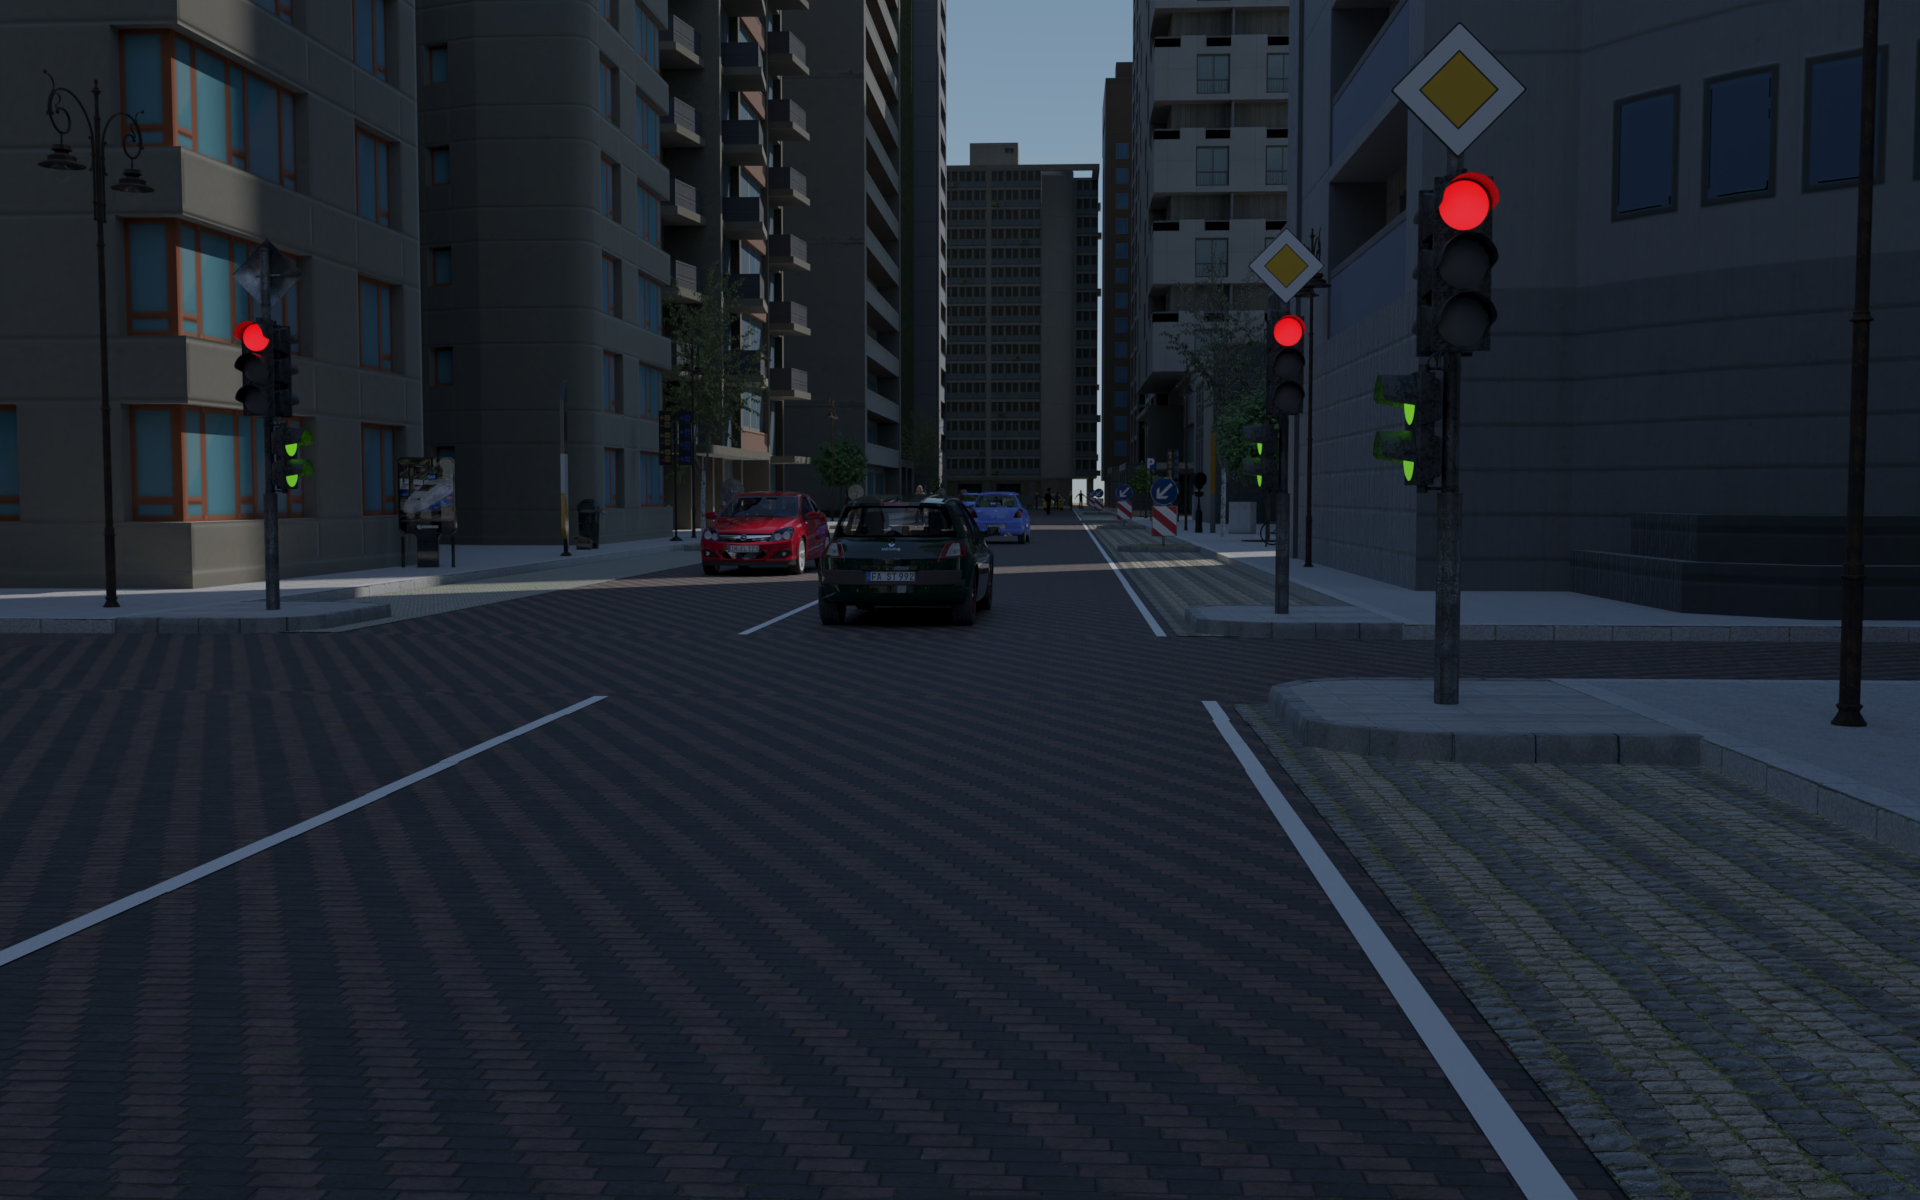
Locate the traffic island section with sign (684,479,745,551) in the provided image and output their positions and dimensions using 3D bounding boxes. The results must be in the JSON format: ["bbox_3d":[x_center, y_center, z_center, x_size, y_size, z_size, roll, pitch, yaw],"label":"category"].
[{"bbox_3d":[-5.843,-2.168,44.068,1.989,1.847,2.006,0,4,3],"label":"traffic island section with sign"}]

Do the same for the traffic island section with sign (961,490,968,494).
[{"bbox_3d":[0.390,-8.582,148.950,1.989,1.847,2.006,0,4,3],"label":"traffic island section with sign"}]

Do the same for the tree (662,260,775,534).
[{"bbox_3d":[-8.157,-6.433,55.536,4.737,8.622,4.395,0,3,0],"label":"tree"}]

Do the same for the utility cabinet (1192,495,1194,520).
[{"bbox_3d":[11.765,-4.581,86.058,0.306,1.237,1.020,1,4,18],"label":"utility cabinet"}]

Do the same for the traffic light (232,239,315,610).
[{"bbox_3d":[-7.608,-1.846,19.107,0.839,4.253,0.868,0,4,3],"label":"traffic light"}]

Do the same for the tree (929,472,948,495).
[{"bbox_3d":[-2.090,-9.348,147.442,1.663,3.219,1.824,0,3,0],"label":"tree"}]

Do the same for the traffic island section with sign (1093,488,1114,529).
[{"bbox_3d":[6.572,-3.797,70.714,1.989,1.847,2.006,0,4,3],"label":"traffic island section with sign"}]

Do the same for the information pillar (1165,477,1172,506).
[{"bbox_3d":[8.992,-4.297,74.740,0.304,2.012,0.304,1,4,10],"label":"information pillar"}]

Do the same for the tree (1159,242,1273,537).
[{"bbox_3d":[8.109,-6.189,51.547,4.360,8.622,3.978,0,3,0],"label":"tree"}]

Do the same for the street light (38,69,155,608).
[{"bbox_3d":[-9.625,-2.855,19.471,0.468,5.910,1.993,0,4,3],"label":"street light"}]

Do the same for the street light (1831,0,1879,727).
[{"bbox_3d":[4.937,-2.242,9.441,0.468,5.910,1.993,0,4,3],"label":"street light"}]

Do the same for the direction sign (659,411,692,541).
[{"bbox_3d":[-7.748,-3.375,47.178,0.876,3.537,0.379,-1,4,-13],"label":"direction sign"}]

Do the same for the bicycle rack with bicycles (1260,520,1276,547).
[{"bbox_3d":[8.630,-1.778,42.459,2.925,0.926,2.852,3,4,39],"label":"bicycle rack with bicycles"}]

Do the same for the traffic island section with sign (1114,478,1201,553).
[{"bbox_3d":[4.933,-2.111,43.137,1.989,1.847,2.006,0,4,3],"label":"traffic island section with sign"}]

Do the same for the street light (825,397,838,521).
[{"bbox_3d":[-5.967,-6.612,80.894,0.468,5.910,1.993,0,4,3],"label":"street light"}]

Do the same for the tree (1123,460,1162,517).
[{"bbox_3d":[10.447,-6.399,99.225,1.663,3.219,1.824,0,3,0],"label":"tree"}]

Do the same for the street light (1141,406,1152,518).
[{"bbox_3d":[9.819,-7.250,91.322,0.468,5.910,1.993,0,4,3],"label":"street light"}]

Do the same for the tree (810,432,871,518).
[{"bbox_3d":[-6.319,-6.626,92.054,4.285,4.588,4.351,0,3,0],"label":"tree"}]

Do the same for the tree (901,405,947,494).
[{"bbox_3d":[-2.928,-11.759,142.625,4.737,8.622,4.395,0,3,0],"label":"tree"}]

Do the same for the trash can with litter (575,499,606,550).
[{"bbox_3d":[-8.609,-1.765,40.250,0.624,1.170,1.055,0,4,-4],"label":"trash can with litter"}]

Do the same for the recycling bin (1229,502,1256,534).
[{"bbox_3d":[9.117,-2.650,55.875,0.722,1.027,0.722,2,4,27],"label":"recycling bin"}]

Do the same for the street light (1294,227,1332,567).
[{"bbox_3d":[6.127,-3.517,30.283,0.468,5.910,1.993,0,4,3],"label":"street light"}]

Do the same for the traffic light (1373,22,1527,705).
[{"bbox_3d":[2.961,-1.320,10.498,0.839,4.253,0.868,0,4,3],"label":"traffic light"}]

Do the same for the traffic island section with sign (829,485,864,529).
[{"bbox_3d":[-4.249,-3.813,70.976,1.989,1.847,2.006,0,4,3],"label":"traffic island section with sign"}]

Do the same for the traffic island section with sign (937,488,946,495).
[{"bbox_3d":[-1.242,-6.903,121.498,1.989,1.847,2.006,0,4,3],"label":"traffic island section with sign"}]

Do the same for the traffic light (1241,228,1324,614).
[{"bbox_3d":[3.434,-1.807,18.469,0.839,4.253,0.868,0,4,3],"label":"traffic light"}]

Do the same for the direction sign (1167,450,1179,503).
[{"bbox_3d":[10.844,-5.891,88.312,0.876,3.537,0.379,-3,5,-42],"label":"direction sign"}]

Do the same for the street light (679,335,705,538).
[{"bbox_3d":[-7.780,-4.751,50.460,0.468,5.910,1.993,0,4,3],"label":"street light"}]

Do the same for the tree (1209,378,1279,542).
[{"bbox_3d":[8.429,-3.858,46.788,4.285,4.588,4.351,0,3,0],"label":"tree"}]

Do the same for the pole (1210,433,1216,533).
[{"bbox_3d":[8.318,-3.857,56.900,0.158,3.312,0.155,0,3,0],"label":"pole"}]

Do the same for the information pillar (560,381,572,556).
[{"bbox_3d":[-8.162,-2.714,35.723,0.183,3.616,0.504,0,4,-5],"label":"information pillar"}]

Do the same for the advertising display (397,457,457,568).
[{"bbox_3d":[-9.285,-1.529,30.206,0.974,1.923,0.123,0,4,-7],"label":"advertising display"}]

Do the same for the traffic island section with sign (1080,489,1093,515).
[{"bbox_3d":[9.519,-6.821,120.156,1.989,1.847,2.006,0,4,3],"label":"traffic island section with sign"}]

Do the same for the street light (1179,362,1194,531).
[{"bbox_3d":[7.961,-5.387,60.866,0.468,5.910,1.993,0,4,3],"label":"street light"}]
